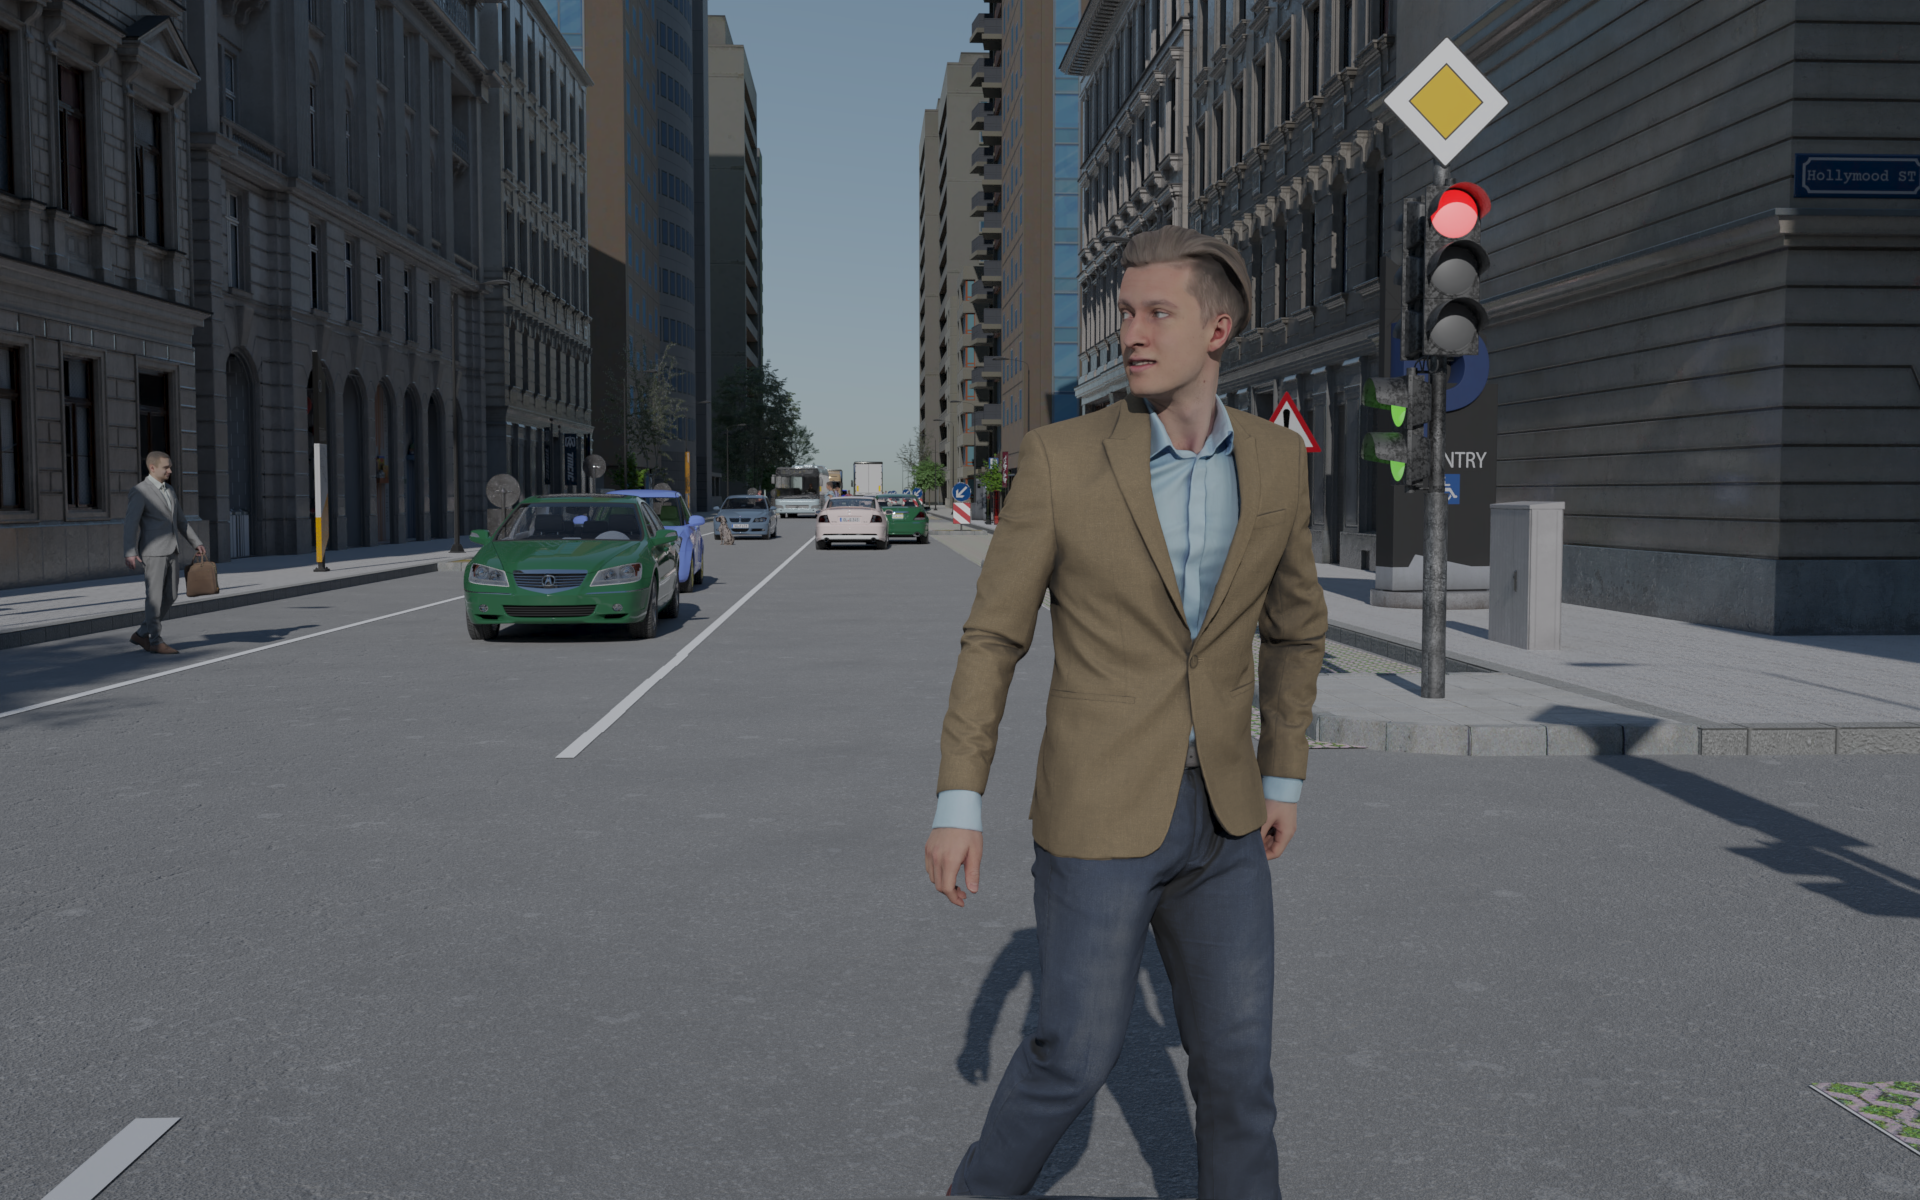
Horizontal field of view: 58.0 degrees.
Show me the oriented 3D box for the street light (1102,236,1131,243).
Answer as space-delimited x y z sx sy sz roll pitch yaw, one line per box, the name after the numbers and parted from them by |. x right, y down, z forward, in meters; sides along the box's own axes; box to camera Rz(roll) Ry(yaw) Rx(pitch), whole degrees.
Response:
3.244 -3.597 31.353 1.470 5.913 1.316 0 4 -3 | street light

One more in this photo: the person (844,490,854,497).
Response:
-8.190 -7.238 127.557 1.217 1.743 0.721 -1 4 -10 | person

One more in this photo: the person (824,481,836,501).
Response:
-3.881 -2.678 52.386 0.778 1.811 0.616 1 4 20 | person

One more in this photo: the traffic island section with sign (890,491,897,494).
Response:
-4.393 -7.896 137.724 1.989 1.847 2.006 0 4 -3 | traffic island section with sign

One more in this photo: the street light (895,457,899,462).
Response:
-7.066 -15.002 217.815 1.470 5.913 1.316 0 4 -3 | street light

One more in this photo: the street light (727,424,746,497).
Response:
-14.854 -8.701 114.801 1.470 5.913 1.316 0 4 -3 | street light

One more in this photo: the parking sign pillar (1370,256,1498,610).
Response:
5.454 -1.915 19.782 1.447 3.967 1.447 -1 4 -14 | parking sign pillar

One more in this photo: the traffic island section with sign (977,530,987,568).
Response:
1.427 -1.513 33.361 1.989 1.847 2.006 0 4 -3 | traffic island section with sign

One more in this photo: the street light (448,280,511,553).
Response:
-10.440 -3.984 37.675 1.470 5.913 1.316 0 4 -3 | street light

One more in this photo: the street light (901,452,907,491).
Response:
-5.566 -13.332 190.517 1.470 5.913 1.316 0 4 -3 | street light

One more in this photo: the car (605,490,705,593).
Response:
-4.801 -1.013 26.147 1.945 1.707 3.694 0 4 -5 | car

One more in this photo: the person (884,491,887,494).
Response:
-8.999 -12.461 212.108 0.599 1.838 0.709 1 4 21 | person

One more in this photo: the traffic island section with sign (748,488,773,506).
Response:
-13.052 -6.175 109.583 1.989 1.847 2.006 0 4 -3 | traffic island section with sign

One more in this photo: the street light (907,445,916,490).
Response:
-4.018 -11.610 162.361 1.470 5.913 1.316 0 4 -3 | street light

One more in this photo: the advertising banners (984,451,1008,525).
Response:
1.517 -4.624 71.792 0.090 3.025 2.074 -2 4 -26 | advertising banners

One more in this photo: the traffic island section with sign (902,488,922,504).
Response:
-2.833 -6.184 109.729 1.989 1.847 2.006 0 4 -3 | traffic island section with sign

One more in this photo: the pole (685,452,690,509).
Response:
-13.181 -5.503 83.815 0.158 3.312 0.155 0 3 0 | pole

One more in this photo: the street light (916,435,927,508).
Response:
-2.455 -9.949 135.206 1.470 5.913 1.316 0 4 -3 | street light

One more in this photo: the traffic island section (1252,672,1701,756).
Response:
3.005 0.694 10.927 2.009 0.180 2.903 0 4 -3 | traffic island section

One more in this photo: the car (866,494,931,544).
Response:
-1.886 -2.390 50.880 2.131 1.459 4.920 0 4 -3 | car

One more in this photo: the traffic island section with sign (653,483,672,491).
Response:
-10.302 -3.147 60.081 1.989 1.847 2.006 0 4 -3 | traffic island section with sign

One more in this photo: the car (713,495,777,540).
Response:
-6.852 -2.666 55.587 2.014 1.417 4.499 0 4 -2 | car

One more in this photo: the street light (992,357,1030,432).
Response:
1.789 -5.274 58.766 1.470 5.913 1.316 0 4 -3 | street light

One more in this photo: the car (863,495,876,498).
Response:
-5.605 -6.064 111.513 2.083 1.381 4.827 0 4 -4 | car

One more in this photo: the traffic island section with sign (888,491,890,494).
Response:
-7.488 -11.285 193.130 1.989 1.847 2.006 0 4 -3 | traffic island section with sign

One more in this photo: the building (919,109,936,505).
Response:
6.063 -35.819 209.345 21.300 48.544 21.600 0 4 -3 | building

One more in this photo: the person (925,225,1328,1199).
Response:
0.266 0.344 2.781 0.836 1.842 0.656 3 5 41 | person

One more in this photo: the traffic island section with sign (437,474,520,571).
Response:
-8.790 -1.501 33.168 1.989 1.847 2.006 0 4 -3 | traffic island section with sign

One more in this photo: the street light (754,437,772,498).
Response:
-16.307 -10.373 142.139 1.470 5.913 1.316 0 4 -3 | street light

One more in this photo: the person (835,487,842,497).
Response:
-6.860 -5.461 97.650 0.599 1.838 0.709 2 4 31 | person

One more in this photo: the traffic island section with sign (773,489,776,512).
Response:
-14.600 -7.862 137.167 1.989 1.847 2.006 0 4 -3 | traffic island section with sign

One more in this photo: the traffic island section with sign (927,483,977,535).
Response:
-0.097 -3.184 60.688 1.989 1.847 2.006 0 4 -3 | traffic island section with sign

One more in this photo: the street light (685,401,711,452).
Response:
-13.113 -6.968 86.468 1.470 5.913 1.316 0 4 -3 | street light

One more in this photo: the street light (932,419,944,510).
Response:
-0.959 -8.254 107.501 1.470 5.913 1.316 0 4 -3 | street light

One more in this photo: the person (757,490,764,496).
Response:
-10.333 -4.880 89.762 0.593 1.643 0.415 2 4 24 | person

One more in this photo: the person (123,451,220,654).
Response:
-7.163 -0.424 15.550 0.853 1.813 0.709 1 4 10 | person

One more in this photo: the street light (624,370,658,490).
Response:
-11.986 -5.645 64.832 1.470 5.913 1.316 0 4 -3 | street light

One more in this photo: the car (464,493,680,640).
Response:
-4.051 -0.415 18.591 2.131 1.459 4.920 0 4 -5 | car

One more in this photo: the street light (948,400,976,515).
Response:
0.198 -6.935 85.920 1.470 5.913 1.316 0 4 -3 | street light

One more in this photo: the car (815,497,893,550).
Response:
-2.829 -2.051 45.904 2.083 1.381 4.827 0 4 -1 | car

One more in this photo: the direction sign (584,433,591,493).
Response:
-13.973 -4.464 64.979 0.379 3.537 0.876 -2 4 -26 | direction sign
